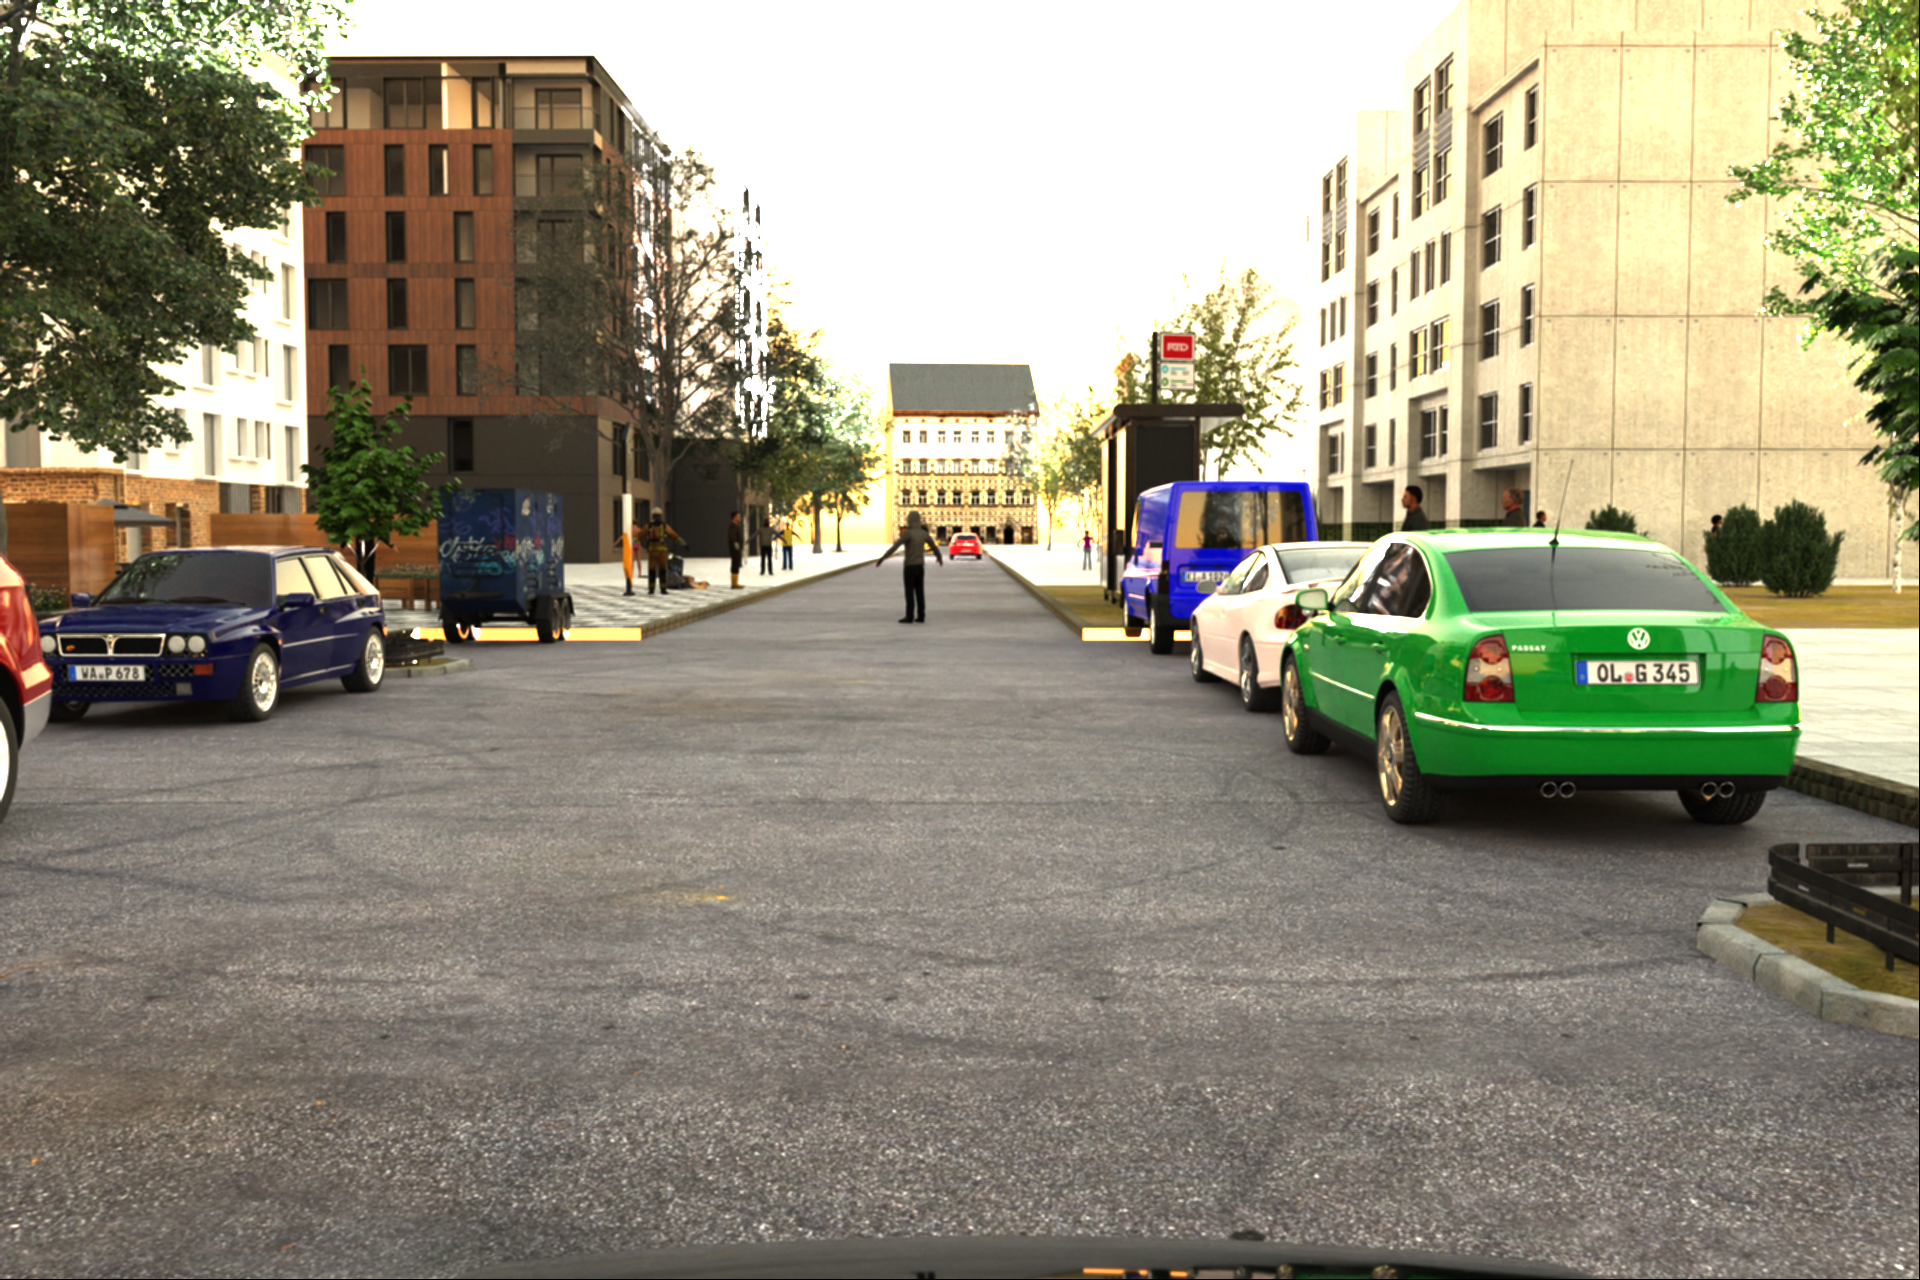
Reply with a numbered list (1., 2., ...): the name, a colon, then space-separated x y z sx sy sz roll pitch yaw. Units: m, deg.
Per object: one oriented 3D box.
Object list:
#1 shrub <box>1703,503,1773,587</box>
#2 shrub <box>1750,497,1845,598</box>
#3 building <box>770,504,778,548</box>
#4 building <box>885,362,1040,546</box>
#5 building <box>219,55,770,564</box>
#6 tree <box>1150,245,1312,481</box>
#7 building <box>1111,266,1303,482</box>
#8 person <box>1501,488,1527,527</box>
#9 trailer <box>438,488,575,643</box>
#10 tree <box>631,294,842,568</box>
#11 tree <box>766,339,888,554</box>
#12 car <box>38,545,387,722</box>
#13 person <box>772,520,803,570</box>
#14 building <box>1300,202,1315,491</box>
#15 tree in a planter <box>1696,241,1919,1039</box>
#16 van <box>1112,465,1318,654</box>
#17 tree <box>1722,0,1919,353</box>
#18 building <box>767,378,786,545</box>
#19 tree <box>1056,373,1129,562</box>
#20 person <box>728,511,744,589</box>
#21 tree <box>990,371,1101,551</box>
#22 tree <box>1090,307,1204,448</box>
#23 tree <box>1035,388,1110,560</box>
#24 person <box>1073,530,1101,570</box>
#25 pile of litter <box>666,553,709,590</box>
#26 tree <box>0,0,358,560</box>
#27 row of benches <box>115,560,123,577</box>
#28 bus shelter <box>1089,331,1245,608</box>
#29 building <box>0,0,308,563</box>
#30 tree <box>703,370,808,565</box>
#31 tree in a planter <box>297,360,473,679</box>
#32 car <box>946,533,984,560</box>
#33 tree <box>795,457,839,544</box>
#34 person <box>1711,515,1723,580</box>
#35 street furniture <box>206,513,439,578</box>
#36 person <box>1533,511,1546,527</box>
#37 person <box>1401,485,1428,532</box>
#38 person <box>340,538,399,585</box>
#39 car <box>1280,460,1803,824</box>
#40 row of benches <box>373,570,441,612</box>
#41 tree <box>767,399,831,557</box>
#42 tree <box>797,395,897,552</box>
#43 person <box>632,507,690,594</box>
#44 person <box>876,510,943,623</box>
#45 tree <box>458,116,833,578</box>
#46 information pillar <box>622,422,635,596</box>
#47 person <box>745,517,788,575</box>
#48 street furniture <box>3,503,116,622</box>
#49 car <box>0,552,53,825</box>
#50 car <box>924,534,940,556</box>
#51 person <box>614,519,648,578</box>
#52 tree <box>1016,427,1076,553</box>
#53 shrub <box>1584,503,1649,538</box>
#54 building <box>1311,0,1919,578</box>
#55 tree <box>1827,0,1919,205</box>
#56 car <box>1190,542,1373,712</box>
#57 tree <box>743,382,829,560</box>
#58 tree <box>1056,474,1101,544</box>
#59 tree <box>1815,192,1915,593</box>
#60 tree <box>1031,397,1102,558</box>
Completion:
1. shrub: 18.963 -2.330 42.140 1.661 2.075 1.752 0 3 0
2. shrub: 16.874 -1.865 34.915 1.690 2.028 1.600 0 3 0
3. building: -22.282 -13.910 169.570 9.099 9.664 28.070 0 4 0
4. building: -0.080 -23.685 220.631 18.063 23.208 19.493 0 4 -5
5. building: -25.896 -15.089 90.683 27.936 21.610 32.646 0 4 1
6. tree: 6.802 -5.804 45.254 4.737 8.622 4.395 0 3 0
7. building: 23.718 -19.624 151.778 19.493 23.208 18.063 0 4 0
8. person: 6.301 -0.837 19.865 0.705 1.807 1.348 1 4 22
9. trailer: -6.019 -0.935 22.335 1.471 1.999 3.904 0 4 0
10. tree: -8.545 -8.042 65.899 8.767 10.594 7.601 0 4 2
11. tree: -9.433 -12.612 112.859 9.857 13.997 8.962 0 3 0
12. car: -6.169 -0.114 14.443 1.945 1.354 3.894 0 4 0
13. person: -6.193 -3.395 61.978 1.216 1.772 0.721 -1 4 -21
14. building: 24.724 -14.814 98.636 16.016 20.090 11.380 0 4 0
15. tree in a planter: 3.537 -0.506 5.502 1.991 3.239 1.994 0 4 0
16. van: 3.218 -1.096 22.305 2.240 2.365 5.245 0 4 0
17. tree: 16.551 -6.232 27.656 9.928 11.665 9.643 0 3 0
18. building: -25.362 -20.349 189.132 16.016 20.090 11.380 0 4 0
19. tree: 6.670 -7.944 80.240 4.737 8.622 4.395 0 3 0
20. person: -5.258 -2.120 40.796 0.704 1.812 1.346 0 4 -3
21. tree: 6.850 -13.385 129.215 12.009 13.543 11.850 0 3 0
22. tree: 6.103 -6.530 57.130 4.737 8.622 4.395 0 3 0
23. tree: 6.486 -8.356 86.989 4.360 8.622 3.978 0 3 0
24. person: 4.561 -3.229 62.056 0.991 1.433 0.599 0 4 -1
25. pile of litter: -6.491 -1.644 40.848 1.176 0.858 1.719 0 4 -1
26. tree: -12.301 -7.019 21.417 9.857 13.997 8.962 0 3 0
27. row of benches: -21.287 -1.600 41.617 1.422 0.672 4.104 0 4 -2
28. bus shelter: 3.587 -3.332 32.115 2.179 5.291 8.768 0 4 1
29. building: -28.387 -11.779 49.000 16.016 20.090 11.380 0 4 -1
30. tree: -9.238 -7.493 72.866 4.360 8.622 3.978 0 3 0
31. tree in a planter: -6.224 -1.270 17.994 1.991 3.239 1.994 0 4 1
32. car: 0.297 -5.463 98.362 2.155 1.783 4.494 0 4 -1
33. tree: -18.794 -17.860 217.763 9.928 11.665 9.643 0 3 0
34. person: 21.326 -2.604 48.722 0.704 1.843 1.345 2 4 30
35. street furniture: -13.450 -1.998 39.518 11.010 1.723 9.812 -2 4 -26
36. person: 13.224 -2.028 39.390 0.704 1.802 1.346 0 4 -5
37. person: 4.993 -0.805 19.228 0.705 1.821 1.348 1 4 10
38. person: -11.565 -1.701 33.745 1.347 1.837 0.705 1 4 19
39. car: 3.020 -0.069 9.922 1.959 1.807 4.718 0 4 0
40. row of benches: -8.325 -0.807 28.656 4.104 0.672 1.422 3 4 38
41. tree: -9.288 -8.830 94.730 4.360 8.622 3.978 0 3 0
42. tree: -8.525 -12.078 123.235 9.928 11.665 9.643 0 3 0
43. person: -6.455 -1.906 36.928 1.354 1.858 0.705 -1 4 -13
44. person: -0.762 -1.187 28.000 1.348 1.813 0.705 -3 5 -40
45. tree: -8.862 -8.583 50.709 12.009 13.543 11.850 0 3 0
46. information pillar: -6.897 -2.724 35.892 0.183 3.616 0.504 0 4 1
47. person: -6.097 -2.962 54.550 1.348 1.813 0.705 0 4 -5
48. street furniture: -16.936 -1.149 25.638 9.812 1.723 11.010 0 4 -7
49. car: -5.486 0.141 6.367 2.281 1.827 5.304 0 4 0
50. car: -2.331 -6.398 114.835 2.015 1.641 3.980 0 4 1
51. person: -9.565 -2.697 50.893 1.217 1.733 0.721 -2 4 -27
52. tree: 6.119 -10.282 118.478 4.737 8.622 4.395 0 3 0
53. shrub: 15.352 -2.227 40.835 1.690 2.028 1.600 0 3 0
54. building: 24.873 -12.154 65.174 16.747 18.905 31.486 0 3 0
55. tree: 9.667 -3.965 15.184 4.737 8.622 4.395 0 3 0
56. car: 3.209 -0.182 15.333 2.083 1.381 4.827 0 4 -1
57. tree: -8.799 -8.202 84.461 4.737 8.622 4.395 0 3 0
58. tree: 16.428 -18.664 215.523 12.009 13.543 11.850 0 3 0
59. tree: 20.278 -5.343 37.720 4.360 8.622 3.978 0 3 0
60. tree: 6.506 -8.699 92.591 4.360 8.622 3.978 0 3 0
